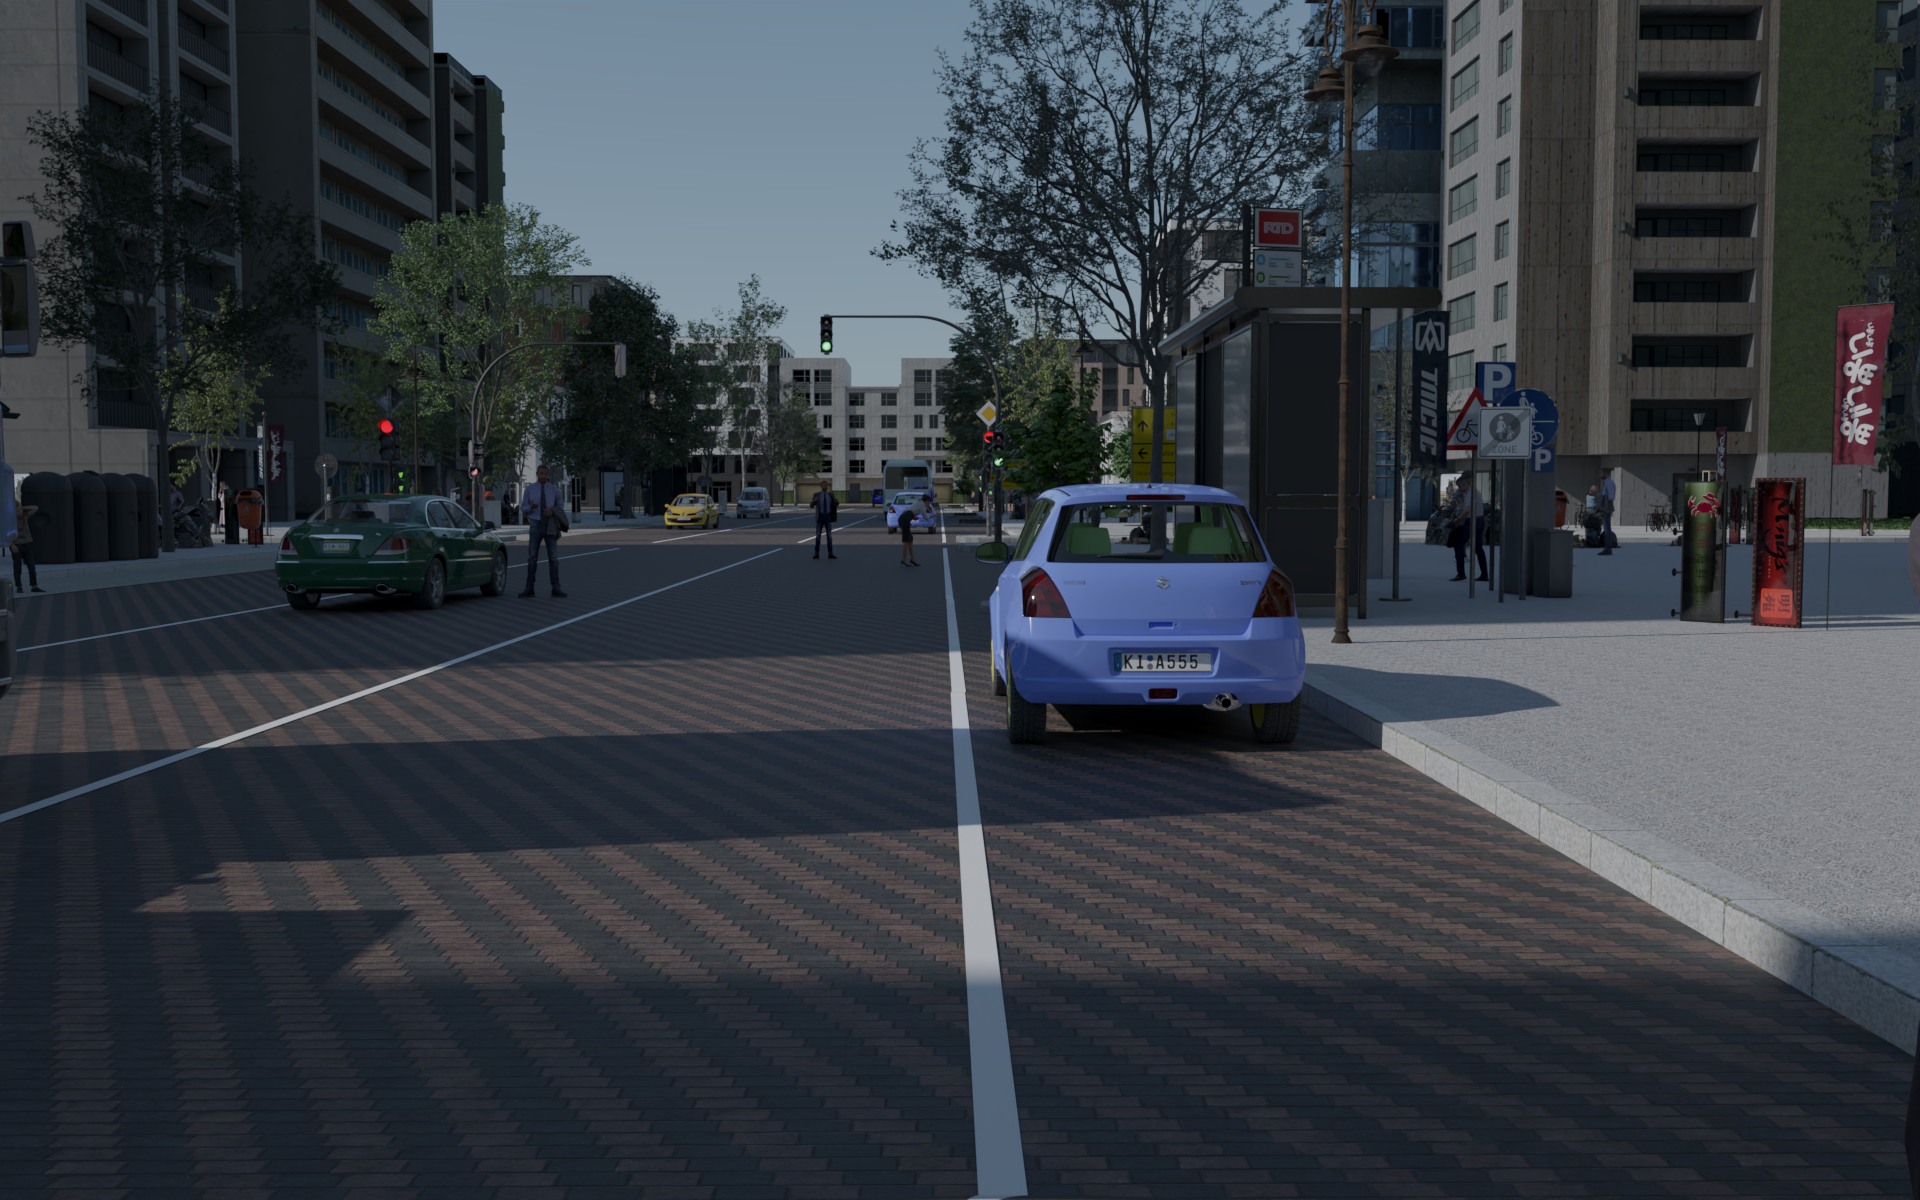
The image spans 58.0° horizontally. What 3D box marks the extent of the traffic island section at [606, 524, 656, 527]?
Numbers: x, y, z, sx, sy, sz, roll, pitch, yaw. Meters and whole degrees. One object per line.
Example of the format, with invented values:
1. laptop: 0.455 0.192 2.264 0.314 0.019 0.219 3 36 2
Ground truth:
1. traffic island section: -14.523 -3.295 76.736 1.991 0.108 1.994 0 4 -1

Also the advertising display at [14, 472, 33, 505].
1. advertising display: -27.995 -2.844 51.715 0.974 1.923 0.123 2 4 27

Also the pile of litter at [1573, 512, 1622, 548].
1. pile of litter: 14.957 -1.674 41.336 1.719 0.858 1.176 0 4 8

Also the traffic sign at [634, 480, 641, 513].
1. traffic sign: -21.607 -7.140 116.741 0.884 2.594 0.081 0 4 8

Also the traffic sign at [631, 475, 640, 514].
1. traffic sign: -18.738 -6.072 99.385 0.768 2.556 0.104 0 4 2

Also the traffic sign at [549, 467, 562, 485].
1. traffic sign: -18.918 -4.934 80.771 0.768 2.556 0.104 0 4 8

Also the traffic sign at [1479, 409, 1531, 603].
1. traffic sign: 6.390 -1.117 20.387 0.606 2.300 0.079 0 4 7

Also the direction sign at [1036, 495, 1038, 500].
1. direction sign: 3.281 -4.996 73.688 0.379 3.537 0.876 3 4 38

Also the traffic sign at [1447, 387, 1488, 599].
1. traffic sign: 6.281 -1.295 21.182 0.884 2.594 0.081 0 4 5

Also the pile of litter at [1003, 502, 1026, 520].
1. pile of litter: 2.983 -4.487 87.321 1.719 0.858 1.176 2 4 32

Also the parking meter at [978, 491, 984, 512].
1. parking meter: 1.535 -7.233 126.670 0.372 1.533 0.369 0 3 0

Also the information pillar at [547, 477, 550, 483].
1. information pillar: -18.198 -4.378 76.064 0.304 2.012 0.304 1 4 11

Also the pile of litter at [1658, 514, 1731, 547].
1. pile of litter: 18.095 -1.754 42.650 1.176 0.858 1.719 -2 4 -26

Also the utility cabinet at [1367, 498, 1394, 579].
1. utility cabinet: 6.442 -0.940 26.531 0.306 1.237 1.020 2 4 26

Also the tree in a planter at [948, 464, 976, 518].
1. tree in a planter: 0.290 -6.540 104.156 1.991 3.239 1.994 0 4 -1

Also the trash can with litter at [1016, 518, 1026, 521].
1. trash can with litter: 3.796 -4.400 83.000 2.233 1.210 1.678 0 4 7

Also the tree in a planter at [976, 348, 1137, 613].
1. tree in a planter: 1.250 -1.474 21.323 1.991 3.239 1.994 0 4 -1

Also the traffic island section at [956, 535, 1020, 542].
1. traffic island section: 0.896 -1.833 52.257 2.009 0.180 2.903 0 4 -1

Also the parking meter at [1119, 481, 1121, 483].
1. parking meter: 7.388 -4.423 78.030 0.399 1.863 0.255 1 4 13

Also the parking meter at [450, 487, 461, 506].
1. parking meter: -18.907 -3.455 64.901 0.372 1.533 0.369 0 3 0

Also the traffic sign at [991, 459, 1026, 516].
1. traffic sign: 2.803 -6.590 101.619 2.265 3.308 0.079 0 4 7

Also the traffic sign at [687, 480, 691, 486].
1. traffic sign: -18.214 -7.001 114.462 0.884 2.594 0.081 1 4 8

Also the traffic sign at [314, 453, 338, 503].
1. traffic sign: -19.891 -3.317 54.343 0.768 2.556 0.104 0 4 6

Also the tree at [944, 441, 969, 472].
1. tree: 2.590 -14.346 168.970 8.767 10.594 7.601 -1 4 -10

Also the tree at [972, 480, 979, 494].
1. tree: 1.569 -12.409 197.484 1.663 3.219 1.824 0 3 0

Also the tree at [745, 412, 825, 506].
1. tree: -18.907 -15.334 185.129 8.767 10.594 7.601 -2 4 -29

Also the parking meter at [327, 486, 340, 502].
1. parking meter: -19.020 -2.703 52.606 0.372 1.533 0.369 0 3 0

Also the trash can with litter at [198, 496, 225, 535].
1. trash can with litter: -24.167 -2.665 54.625 2.233 1.210 1.678 -2 4 -35

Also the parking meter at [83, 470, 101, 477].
1. parking meter: -21.439 -2.271 42.842 0.255 1.863 0.399 1 4 10

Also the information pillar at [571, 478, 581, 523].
1. information pillar: -17.111 -4.447 77.192 0.304 2.012 0.304 2 4 34

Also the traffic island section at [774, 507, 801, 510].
1. traffic island section: -15.425 -8.021 154.012 1.991 0.108 1.994 0 4 -1

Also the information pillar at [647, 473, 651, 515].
1. information pillar: -19.373 -7.162 108.456 0.183 3.616 0.504 1 4 23

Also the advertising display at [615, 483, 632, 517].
1. advertising display: -19.019 -5.668 97.878 0.974 1.923 0.123 -1 4 -14

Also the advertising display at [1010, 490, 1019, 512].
1. advertising display: 4.121 -7.415 126.453 0.974 1.923 0.123 1 4 11

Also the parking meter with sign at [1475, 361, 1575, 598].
1. parking meter with sign: 7.231 -1.580 22.090 0.543 3.016 1.738 -1 4 -12

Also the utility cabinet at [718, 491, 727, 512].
1. utility cabinet: -17.107 -7.101 124.784 0.318 1.500 1.173 -2 4 -24

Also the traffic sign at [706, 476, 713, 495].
1. traffic sign: -17.873 -7.505 122.812 0.768 2.556 0.104 1 4 9

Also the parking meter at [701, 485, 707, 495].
1. parking meter: -17.256 -6.801 116.900 0.399 1.863 0.255 3 5 43

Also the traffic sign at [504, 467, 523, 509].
1. traffic sign: -21.140 -5.014 81.987 0.884 2.594 0.081 0 4 2

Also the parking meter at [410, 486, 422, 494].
1. parking meter: -17.457 -2.887 55.619 0.372 1.533 0.369 0 3 0

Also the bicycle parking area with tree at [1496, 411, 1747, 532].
1. bicycle parking area with tree: 23.749 -4.587 61.992 9.016 4.147 8.231 -3 5 -40

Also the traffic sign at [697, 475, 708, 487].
1. traffic sign: -17.646 -7.247 118.586 0.768 2.556 0.104 0 4 1

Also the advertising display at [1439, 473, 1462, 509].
1. advertising display: 14.834 -2.871 52.150 0.123 1.923 0.974 -2 4 -31

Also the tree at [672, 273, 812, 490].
1. tree: -19.299 -18.041 150.864 12.611 20.169 13.585 0 3 0

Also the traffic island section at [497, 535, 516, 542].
1. traffic island section: -14.565 -1.823 52.083 2.009 0.180 2.903 0 4 -1

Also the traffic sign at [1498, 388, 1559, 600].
1. traffic sign: 6.795 -1.269 20.853 0.768 2.556 0.104 0 4 1

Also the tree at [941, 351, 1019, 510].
1. tree: 2.521 -13.351 136.410 7.486 12.596 7.792 0 3 0

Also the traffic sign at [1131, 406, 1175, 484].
1. traffic sign: 5.089 -2.826 40.082 2.265 3.308 0.079 0 4 4

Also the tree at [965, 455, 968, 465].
1. tree: 1.914 -12.772 159.177 4.360 8.622 3.978 0 3 0

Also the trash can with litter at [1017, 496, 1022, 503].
1. trash can with litter: 4.242 -6.421 116.368 0.624 1.170 1.055 -1 4 -19

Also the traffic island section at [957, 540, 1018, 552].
1. traffic island section: 0.989 -1.345 44.273 2.009 0.180 2.903 0 4 -1
